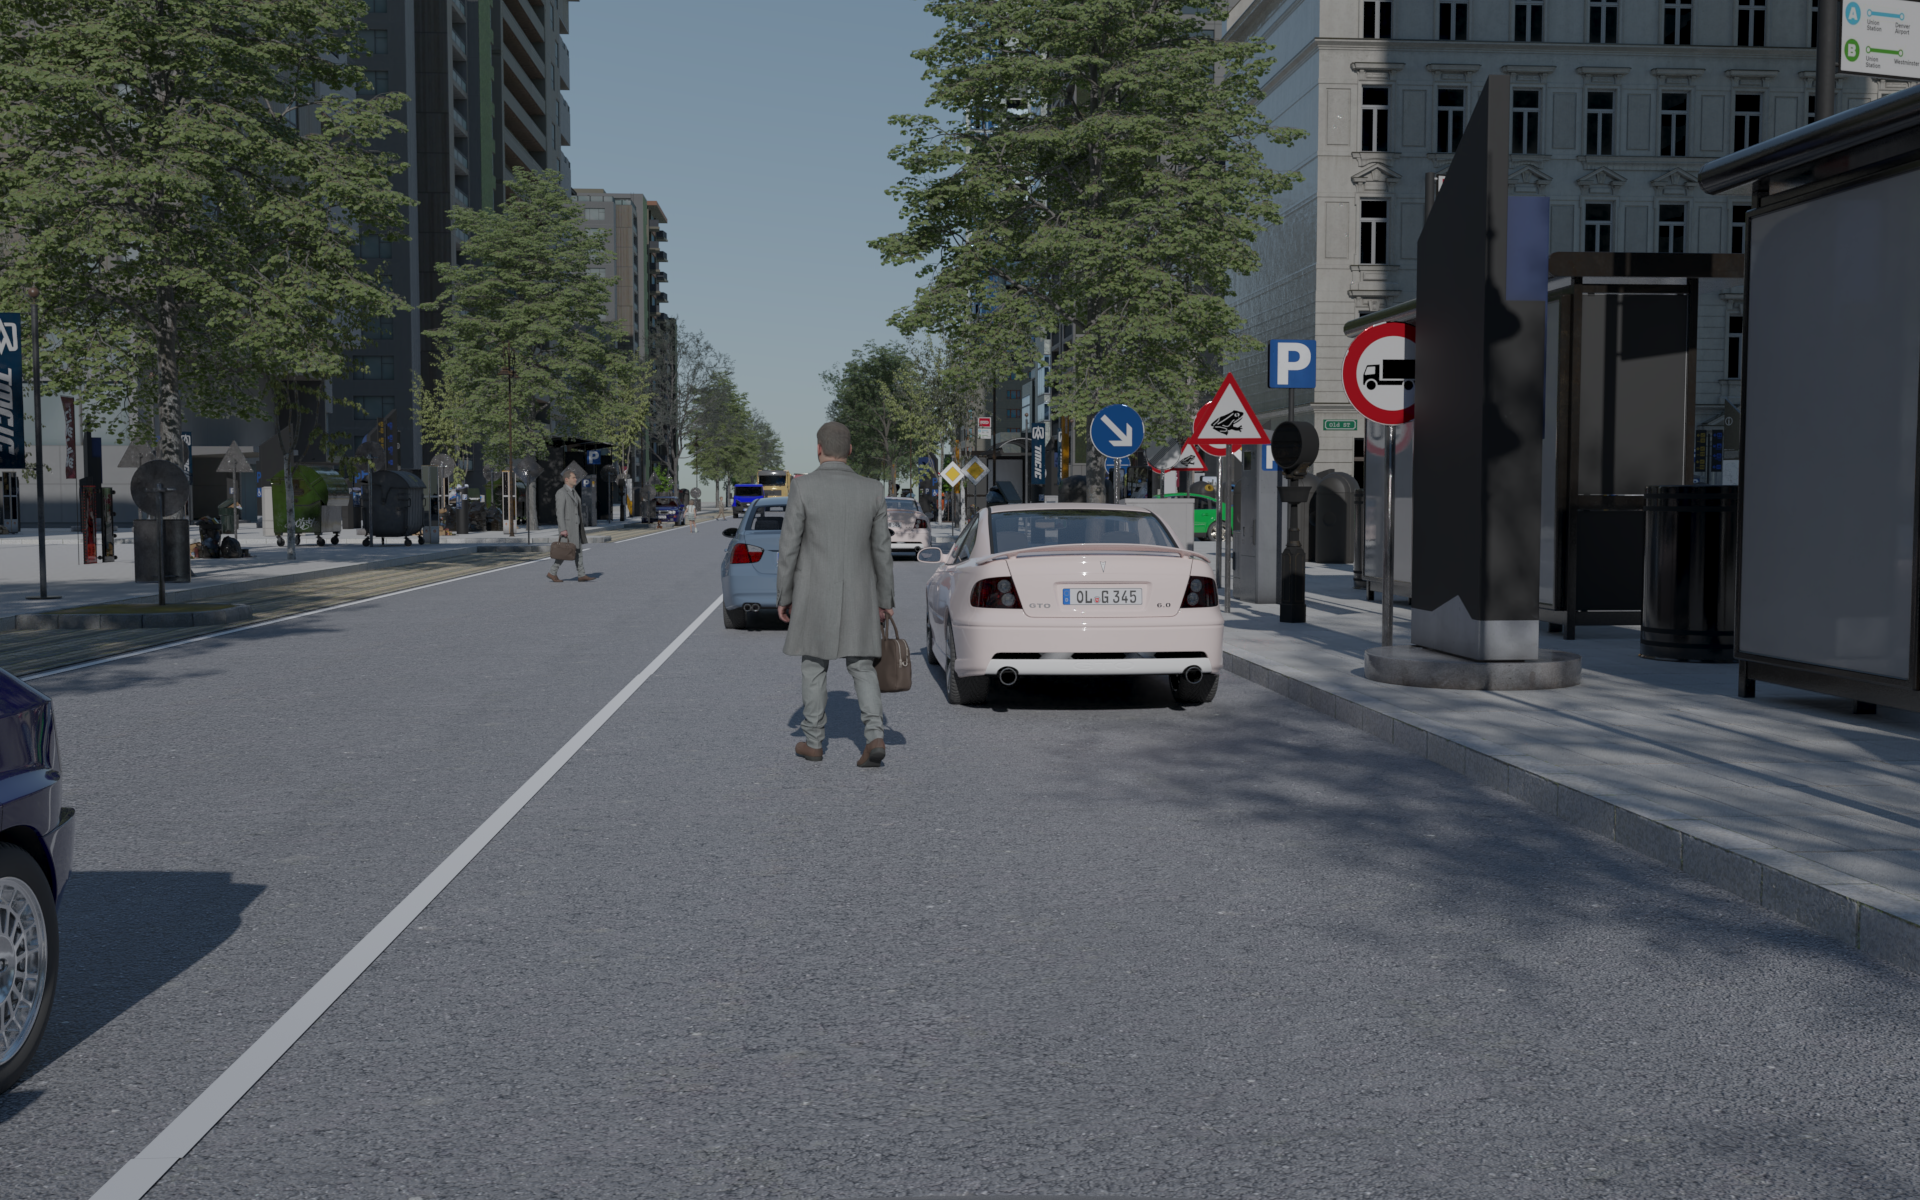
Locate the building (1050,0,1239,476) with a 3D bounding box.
[{"bbox_3d":[17.092,-43.469,148.972,20.563,71.187,20.611,0,4,-4],"label":"building"}]

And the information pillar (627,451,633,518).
[{"bbox_3d":[-18.078,-6.323,94.734,0.183,3.616,0.504,-2,4,-34],"label":"information pillar"}]

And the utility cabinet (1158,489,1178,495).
[{"bbox_3d":[9.720,-4.425,81.034,0.318,1.500,1.173,3,5,43],"label":"utility cabinet"}]

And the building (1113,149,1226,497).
[{"bbox_3d":[14.805,-15.778,108.886,10.553,20.767,40.483,0,4,-4],"label":"building"}]

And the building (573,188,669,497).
[{"bbox_3d":[-53.907,-36.445,250.491,22.147,44.769,28.867,0,4,-4],"label":"building"}]

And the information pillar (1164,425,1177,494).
[{"bbox_3d":[6.931,-4.031,57.267,0.504,3.616,0.183,2,4,32],"label":"information pillar"}]

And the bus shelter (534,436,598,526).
[{"bbox_3d":[-16.649,-4.983,72.748,1.731,3.624,6.357,0,4,-4],"label":"bus shelter"}]

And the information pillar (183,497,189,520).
[{"bbox_3d":[-28.583,-3.622,63.708,0.304,2.012,0.304,0,3,0],"label":"information pillar"}]

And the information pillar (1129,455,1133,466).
[{"bbox_3d":[9.551,-6.449,96.793,0.183,3.616,0.504,-1,4,-9],"label":"information pillar"}]

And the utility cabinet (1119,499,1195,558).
[{"bbox_3d":[2.752,-0.803,24.291,1.020,1.237,0.306,-1,4,-13],"label":"utility cabinet"}]

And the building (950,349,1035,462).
[{"bbox_3d":[13.446,-24.393,243.866,27.650,21.520,28.899,0,4,-4],"label":"building"}]

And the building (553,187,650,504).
[{"bbox_3d":[-48.900,-33.336,228.644,14.154,41.232,14.086,0,4,-4],"label":"building"}]

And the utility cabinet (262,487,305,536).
[{"bbox_3d":[-20.541,-2.686,52.593,1.173,1.500,0.318,-3,4,-36],"label":"utility cabinet"}]

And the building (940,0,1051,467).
[{"bbox_3d":[9.064,-58.646,271.527,22.319,86.520,31.000,0,4,-4],"label":"building"}]

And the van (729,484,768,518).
[{"bbox_3d":[-12.611,-6.065,103.543,2.240,2.365,5.245,0,4,-6],"label":"van"}]

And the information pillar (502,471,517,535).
[{"bbox_3d":[-14.286,-3.085,54.925,0.304,2.012,0.304,2,4,34],"label":"information pillar"}]

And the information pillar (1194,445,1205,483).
[{"bbox_3d":[9.500,-4.736,68.788,0.183,3.616,0.504,-3,4,-38],"label":"information pillar"}]

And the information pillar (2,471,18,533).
[{"bbox_3d":[-30.954,-3.177,56.442,0.304,2.012,0.304,1,4,11],"label":"information pillar"}]

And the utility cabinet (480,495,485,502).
[{"bbox_3d":[-31.554,-6.285,113.928,0.306,1.237,1.020,-2,4,-32],"label":"utility cabinet"}]

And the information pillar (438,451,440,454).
[{"bbox_3d":[-28.201,-6.276,93.961,0.183,3.616,0.504,-2,4,-32],"label":"information pillar"}]

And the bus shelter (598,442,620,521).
[{"bbox_3d":[-16.869,-5.412,79.776,1.731,3.624,6.357,0,4,-5],"label":"bus shelter"}]

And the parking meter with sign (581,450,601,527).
[{"bbox_3d":[-14.689,-4.414,68.435,0.543,3.016,1.738,0,4,5],"label":"parking meter with sign"}]

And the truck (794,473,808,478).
[{"bbox_3d":[-21.279,-15.096,235.735,2.839,4.237,11.283,0,4,-3],"label":"truck"}]

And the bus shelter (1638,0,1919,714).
[{"bbox_3d":[5.830,-1.944,9.415,2.179,5.291,8.768,0,4,-5],"label":"bus shelter"}]

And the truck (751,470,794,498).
[{"bbox_3d":[-15.319,-9.003,143.120,3.469,3.379,9.791,0,4,-3],"label":"truck"}]

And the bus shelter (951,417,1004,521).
[{"bbox_3d":[0.753,-6.729,87.648,2.179,5.291,8.768,0,4,-4],"label":"bus shelter"}]

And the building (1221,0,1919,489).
[{"bbox_3d":[34.633,-18.362,76.640,44.131,29.872,17.030,0,4,-4],"label":"building"}]

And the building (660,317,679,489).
[{"bbox_3d":[-52.008,-30.635,272.585,14.160,30.474,14.107,0,4,-4],"label":"building"}]

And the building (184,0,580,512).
[{"bbox_3d":[-50.851,-34.866,159.299,28.713,52.752,27.495,0,4,-4],"label":"building"}]

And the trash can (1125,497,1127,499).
[{"bbox_3d":[8.373,-4.797,90.090,0.748,1.137,0.748,0,3,0],"label":"trash can"}]

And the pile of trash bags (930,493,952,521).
[{"bbox_3d":[-0.957,-4.473,82.883,1.912,1.369,3.447,0,4,-1],"label":"pile of trash bags"}]

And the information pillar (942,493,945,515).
[{"bbox_3d":[-1.067,-5.965,102.013,0.304,2.012,0.304,1,4,11],"label":"information pillar"}]

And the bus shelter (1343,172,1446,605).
[{"bbox_3d":[5.806,-2.553,19.366,2.179,5.291,8.768,0,4,-4],"label":"bus shelter"}]

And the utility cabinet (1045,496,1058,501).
[{"bbox_3d":[3.592,-3.475,67.976,0.306,1.237,1.020,3,4,38],"label":"utility cabinet"}]

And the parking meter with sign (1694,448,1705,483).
[{"bbox_3d":[28.159,-4.272,66.111,0.543,3.016,1.738,3,4,36],"label":"parking meter with sign"}]

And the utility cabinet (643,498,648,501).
[{"bbox_3d":[-17.076,-5.253,94.570,0.318,1.500,1.173,0,4,3],"label":"utility cabinet"}]

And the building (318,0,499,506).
[{"bbox_3d":[-39.210,-26.382,114.937,14.154,41.232,14.086,0,4,-4],"label":"building"}]

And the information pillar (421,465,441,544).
[{"bbox_3d":[-13.546,-2.436,44.314,0.304,2.012,0.304,2,4,35],"label":"information pillar"}]

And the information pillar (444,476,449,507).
[{"bbox_3d":[-20.626,-3.958,69.212,0.304,2.012,0.304,2,4,23],"label":"information pillar"}]

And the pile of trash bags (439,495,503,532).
[{"bbox_3d":[-17.071,-3.011,58.977,1.912,1.369,3.447,2,4,24],"label":"pile of trash bags"}]

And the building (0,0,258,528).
[{"bbox_3d":[-42.975,-29.728,75.284,28.713,52.752,27.495,0,4,-4],"label":"building"}]

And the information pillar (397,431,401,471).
[{"bbox_3d":[-20.898,-4.457,64.229,0.183,3.616,0.504,1,4,19],"label":"information pillar"}]

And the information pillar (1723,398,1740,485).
[{"bbox_3d":[18.831,-3.114,42.268,0.183,3.616,0.504,-2,4,-27],"label":"information pillar"}]

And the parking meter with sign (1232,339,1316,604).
[{"bbox_3d":[3.630,-1.479,20.447,0.543,3.016,1.738,-1,4,-8],"label":"parking meter with sign"}]

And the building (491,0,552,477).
[{"bbox_3d":[-44.589,-31.293,135.335,21.300,48.544,21.600,0,4,-4],"label":"building"}]

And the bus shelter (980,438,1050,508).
[{"bbox_3d":[2.010,-4.335,64.797,2.014,3.302,5.546,0,4,-5],"label":"bus shelter"}]
